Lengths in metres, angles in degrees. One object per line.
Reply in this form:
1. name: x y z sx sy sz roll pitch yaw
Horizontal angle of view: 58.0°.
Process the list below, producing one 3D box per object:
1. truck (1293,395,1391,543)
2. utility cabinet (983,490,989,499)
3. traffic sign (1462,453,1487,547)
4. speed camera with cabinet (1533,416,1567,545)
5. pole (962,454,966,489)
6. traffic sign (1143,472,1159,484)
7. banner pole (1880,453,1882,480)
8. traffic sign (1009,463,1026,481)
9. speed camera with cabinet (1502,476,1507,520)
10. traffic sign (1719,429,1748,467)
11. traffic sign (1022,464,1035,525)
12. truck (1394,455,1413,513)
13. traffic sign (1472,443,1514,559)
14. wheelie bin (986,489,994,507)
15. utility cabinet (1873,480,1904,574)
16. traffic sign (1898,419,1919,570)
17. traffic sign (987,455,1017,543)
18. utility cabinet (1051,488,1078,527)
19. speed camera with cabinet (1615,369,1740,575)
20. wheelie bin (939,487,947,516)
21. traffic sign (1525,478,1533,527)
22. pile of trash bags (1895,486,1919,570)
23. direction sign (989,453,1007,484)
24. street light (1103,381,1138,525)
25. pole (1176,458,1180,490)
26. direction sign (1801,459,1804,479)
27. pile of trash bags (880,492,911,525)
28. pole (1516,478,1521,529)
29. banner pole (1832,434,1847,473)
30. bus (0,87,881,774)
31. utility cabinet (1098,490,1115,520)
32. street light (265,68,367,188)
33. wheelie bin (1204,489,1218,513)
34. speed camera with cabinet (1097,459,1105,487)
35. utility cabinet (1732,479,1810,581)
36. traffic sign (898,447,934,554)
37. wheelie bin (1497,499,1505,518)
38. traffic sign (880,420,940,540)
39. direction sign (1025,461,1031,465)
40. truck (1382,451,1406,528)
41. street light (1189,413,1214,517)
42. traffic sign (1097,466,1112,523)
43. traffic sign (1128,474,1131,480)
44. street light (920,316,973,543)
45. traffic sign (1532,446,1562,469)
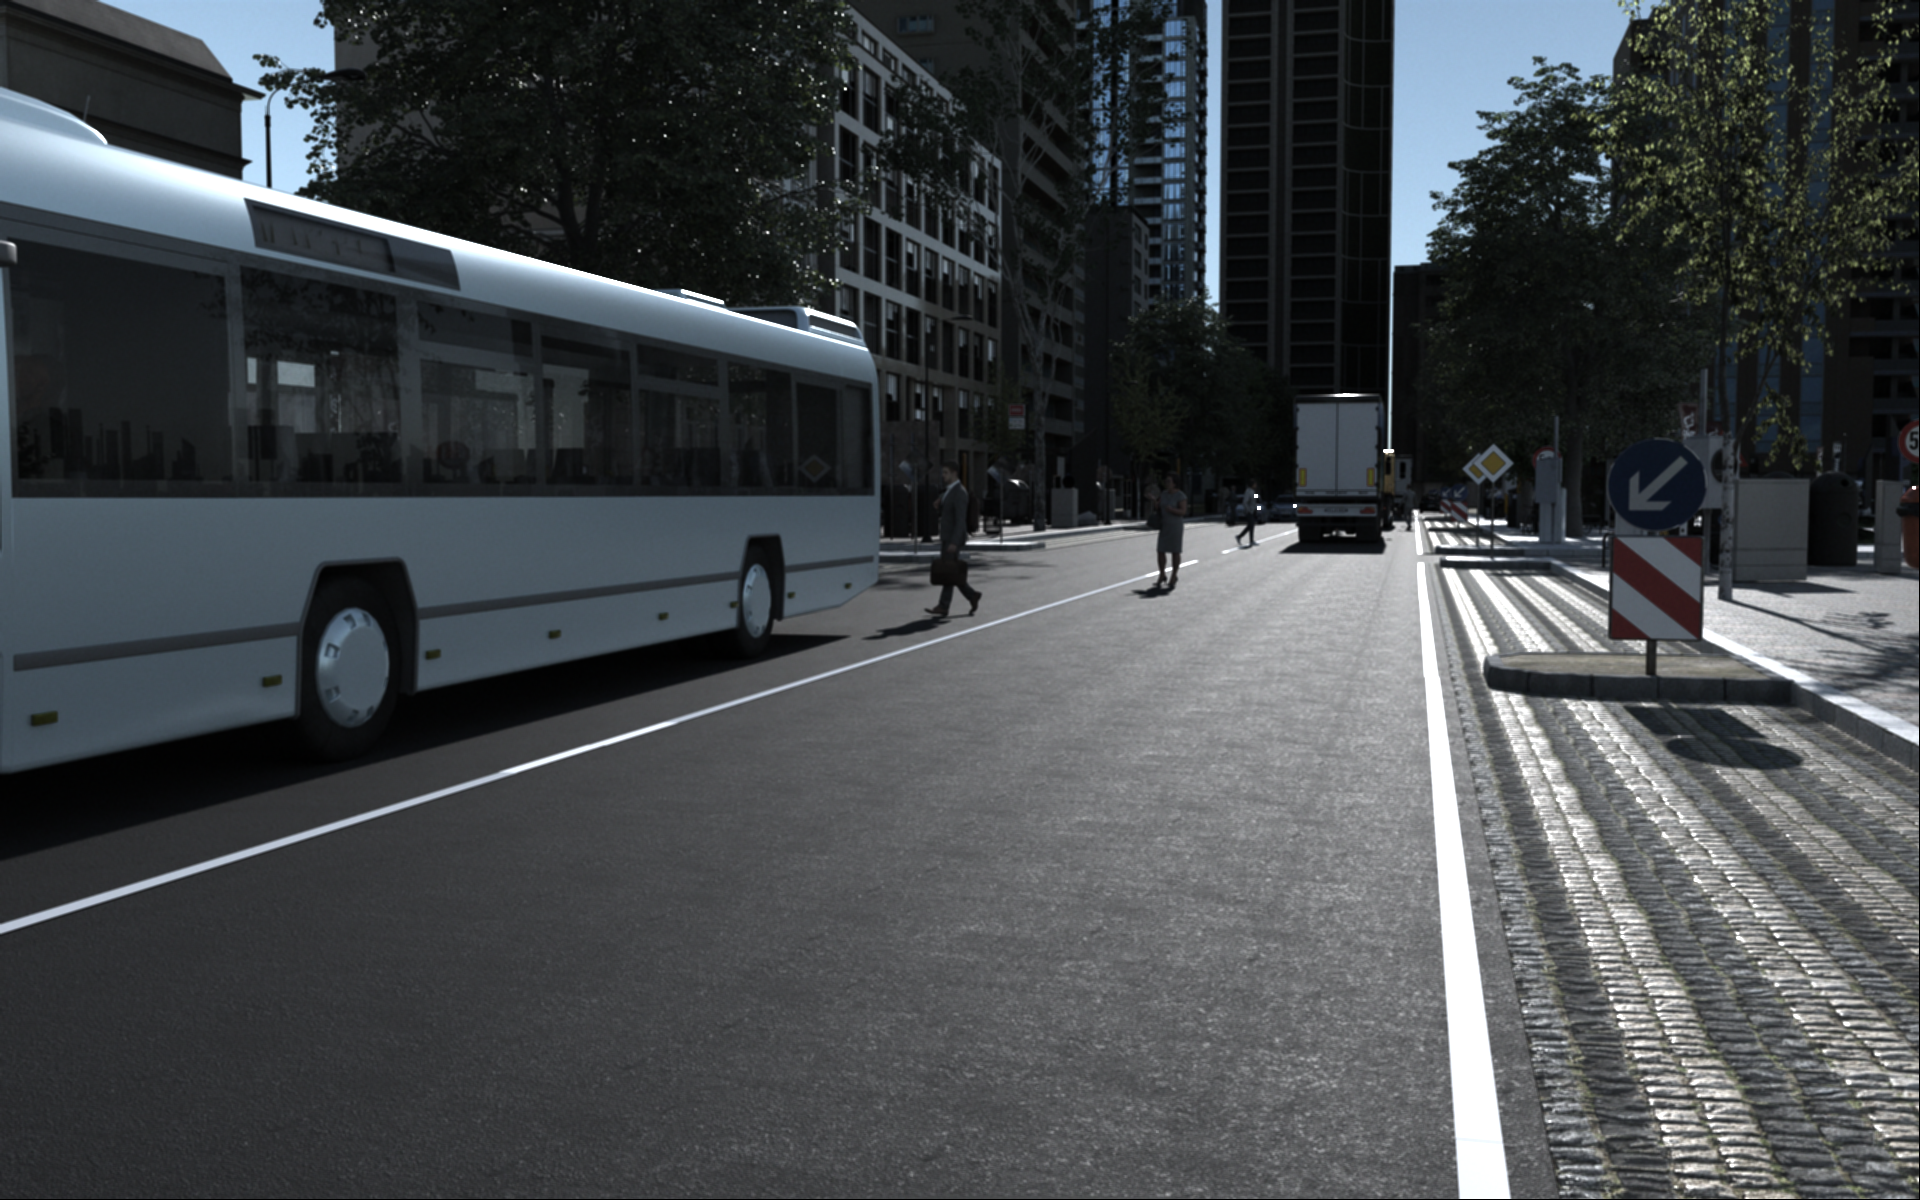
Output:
1. truck: 12.076 -4.015 54.553 2.839 4.237 11.283 1 4 14
2. utility cabinet: 1.980 -5.971 106.311 1.173 1.500 0.318 0 4 -2
3. traffic sign: 12.530 -2.339 41.891 0.795 2.450 0.064 1 4 15
4. speed camera with cabinet: 15.226 -3.077 44.638 0.660 3.252 2.038 2 4 25
5. pole: 0.222 -5.717 87.317 0.158 3.312 0.155 0 3 0
6. traffic sign: 10.021 -5.556 90.850 0.884 2.594 0.081 1 4 22
7. banner pole: 56.012 -7.060 105.449 0.401 3.779 0.863 2 4 29
8. traffic sign: 2.455 -4.474 73.156 0.884 2.594 0.081 1 4 15
9. speed camera with cabinet: 27.393 -5.488 84.067 2.038 3.252 0.660 1 4 10
10. traffic sign: 14.969 -2.079 33.998 0.884 2.594 0.081 1 4 21
11. traffic sign: 2.929 -4.412 72.241 0.768 2.556 0.104 1 4 15
12. truck: 32.993 -8.719 131.463 2.839 4.237 11.283 1 4 14
13. traffic sign: 10.506 -1.867 34.166 0.795 2.450 0.064 1 4 15
14. wheelie bin: 1.894 -5.587 99.250 0.980 1.594 0.693 3 5 43
15. utility cabinet: 15.025 -1.182 28.007 0.318 1.500 1.173 1 4 23
16. traffic sign: 16.226 -1.782 29.244 0.768 2.556 0.104 1 4 18
17. traffic sign: 1.077 -2.524 44.903 0.795 2.450 0.064 1 4 15
18. utility cabinet: 4.017 -3.530 66.387 0.318 1.500 1.173 -3 5 -41
19. speed camera with cabinet: 11.191 -1.997 26.985 2.038 3.252 0.660 -2 4 -24
20. wheelie bin: -1.077 -5.375 95.789 0.693 1.594 0.980 -1 4 -13
21. traffic sign: 22.231 -4.159 68.006 0.884 2.594 0.081 1 4 16
22. pile of trash bags: 12.097 -0.574 19.135 3.447 1.369 1.912 0 4 -1
23. direction sign: 2.173 -6.305 95.089 0.876 3.537 0.379 -1 4 -16
24. street light: 6.664 -6.062 71.662 1.470 5.913 1.316 1 4 15
25. pole: 12.405 -6.410 98.649 0.158 3.312 0.155 0 3 0
26. direction sign: 48.175 -6.552 99.121 0.379 3.537 0.876 1 4 21
27. pile of trash bags: -3.180 -3.777 71.514 3.447 1.369 1.912 2 4 26
28. pole: 20.576 -4.275 63.734 0.158 3.312 0.155 0 3 0
29. banner pole: 36.746 -5.037 72.368 0.863 3.779 0.401 -1 4 -17
30. bus: -3.719 -1.062 12.222 2.948 3.499 13.247 1 4 14
31. utility cabinet: 6.949 -4.636 84.477 1.173 1.500 0.318 1 4 16
32. street light: -7.140 -2.852 19.174 1.470 5.913 1.316 1 4 15
33. wheelie bin: 16.772 -6.612 116.006 0.980 1.594 0.693 1 4 21
34. speed camera with cabinet: 7.221 -6.375 98.567 2.038 3.252 0.660 2 4 30
35. utility cabinet: 11.757 -1.015 25.279 1.173 1.500 0.318 -1 4 -12
36. traffic sign: -0.948 -2.051 37.178 0.795 2.450 0.064 1 4 15
37. wheelie bin: 29.026 -5.184 92.666 0.980 1.594 0.693 0 4 -4
38. traffic sign: -1.616 -3.325 48.232 2.265 3.308 0.079 2 4 24
39. direction sign: 4.836 -7.767 118.990 0.876 3.537 0.379 3 5 41
40. truck: 17.799 -4.927 76.477 3.469 3.379 9.791 1 4 16
41. street light: 13.804 -7.728 98.887 1.470 5.913 1.316 1 4 15
42. traffic sign: 6.412 -4.727 77.388 0.768 2.556 0.104 1 4 19
43. traffic sign: 10.137 -6.158 100.782 0.768 2.556 0.104 1 4 18
44. street light: -0.349 -4.452 45.336 1.470 5.913 1.316 1 4 15
45. traffic sign: 15.587 -2.808 46.016 0.768 2.556 0.104 2 4 24
